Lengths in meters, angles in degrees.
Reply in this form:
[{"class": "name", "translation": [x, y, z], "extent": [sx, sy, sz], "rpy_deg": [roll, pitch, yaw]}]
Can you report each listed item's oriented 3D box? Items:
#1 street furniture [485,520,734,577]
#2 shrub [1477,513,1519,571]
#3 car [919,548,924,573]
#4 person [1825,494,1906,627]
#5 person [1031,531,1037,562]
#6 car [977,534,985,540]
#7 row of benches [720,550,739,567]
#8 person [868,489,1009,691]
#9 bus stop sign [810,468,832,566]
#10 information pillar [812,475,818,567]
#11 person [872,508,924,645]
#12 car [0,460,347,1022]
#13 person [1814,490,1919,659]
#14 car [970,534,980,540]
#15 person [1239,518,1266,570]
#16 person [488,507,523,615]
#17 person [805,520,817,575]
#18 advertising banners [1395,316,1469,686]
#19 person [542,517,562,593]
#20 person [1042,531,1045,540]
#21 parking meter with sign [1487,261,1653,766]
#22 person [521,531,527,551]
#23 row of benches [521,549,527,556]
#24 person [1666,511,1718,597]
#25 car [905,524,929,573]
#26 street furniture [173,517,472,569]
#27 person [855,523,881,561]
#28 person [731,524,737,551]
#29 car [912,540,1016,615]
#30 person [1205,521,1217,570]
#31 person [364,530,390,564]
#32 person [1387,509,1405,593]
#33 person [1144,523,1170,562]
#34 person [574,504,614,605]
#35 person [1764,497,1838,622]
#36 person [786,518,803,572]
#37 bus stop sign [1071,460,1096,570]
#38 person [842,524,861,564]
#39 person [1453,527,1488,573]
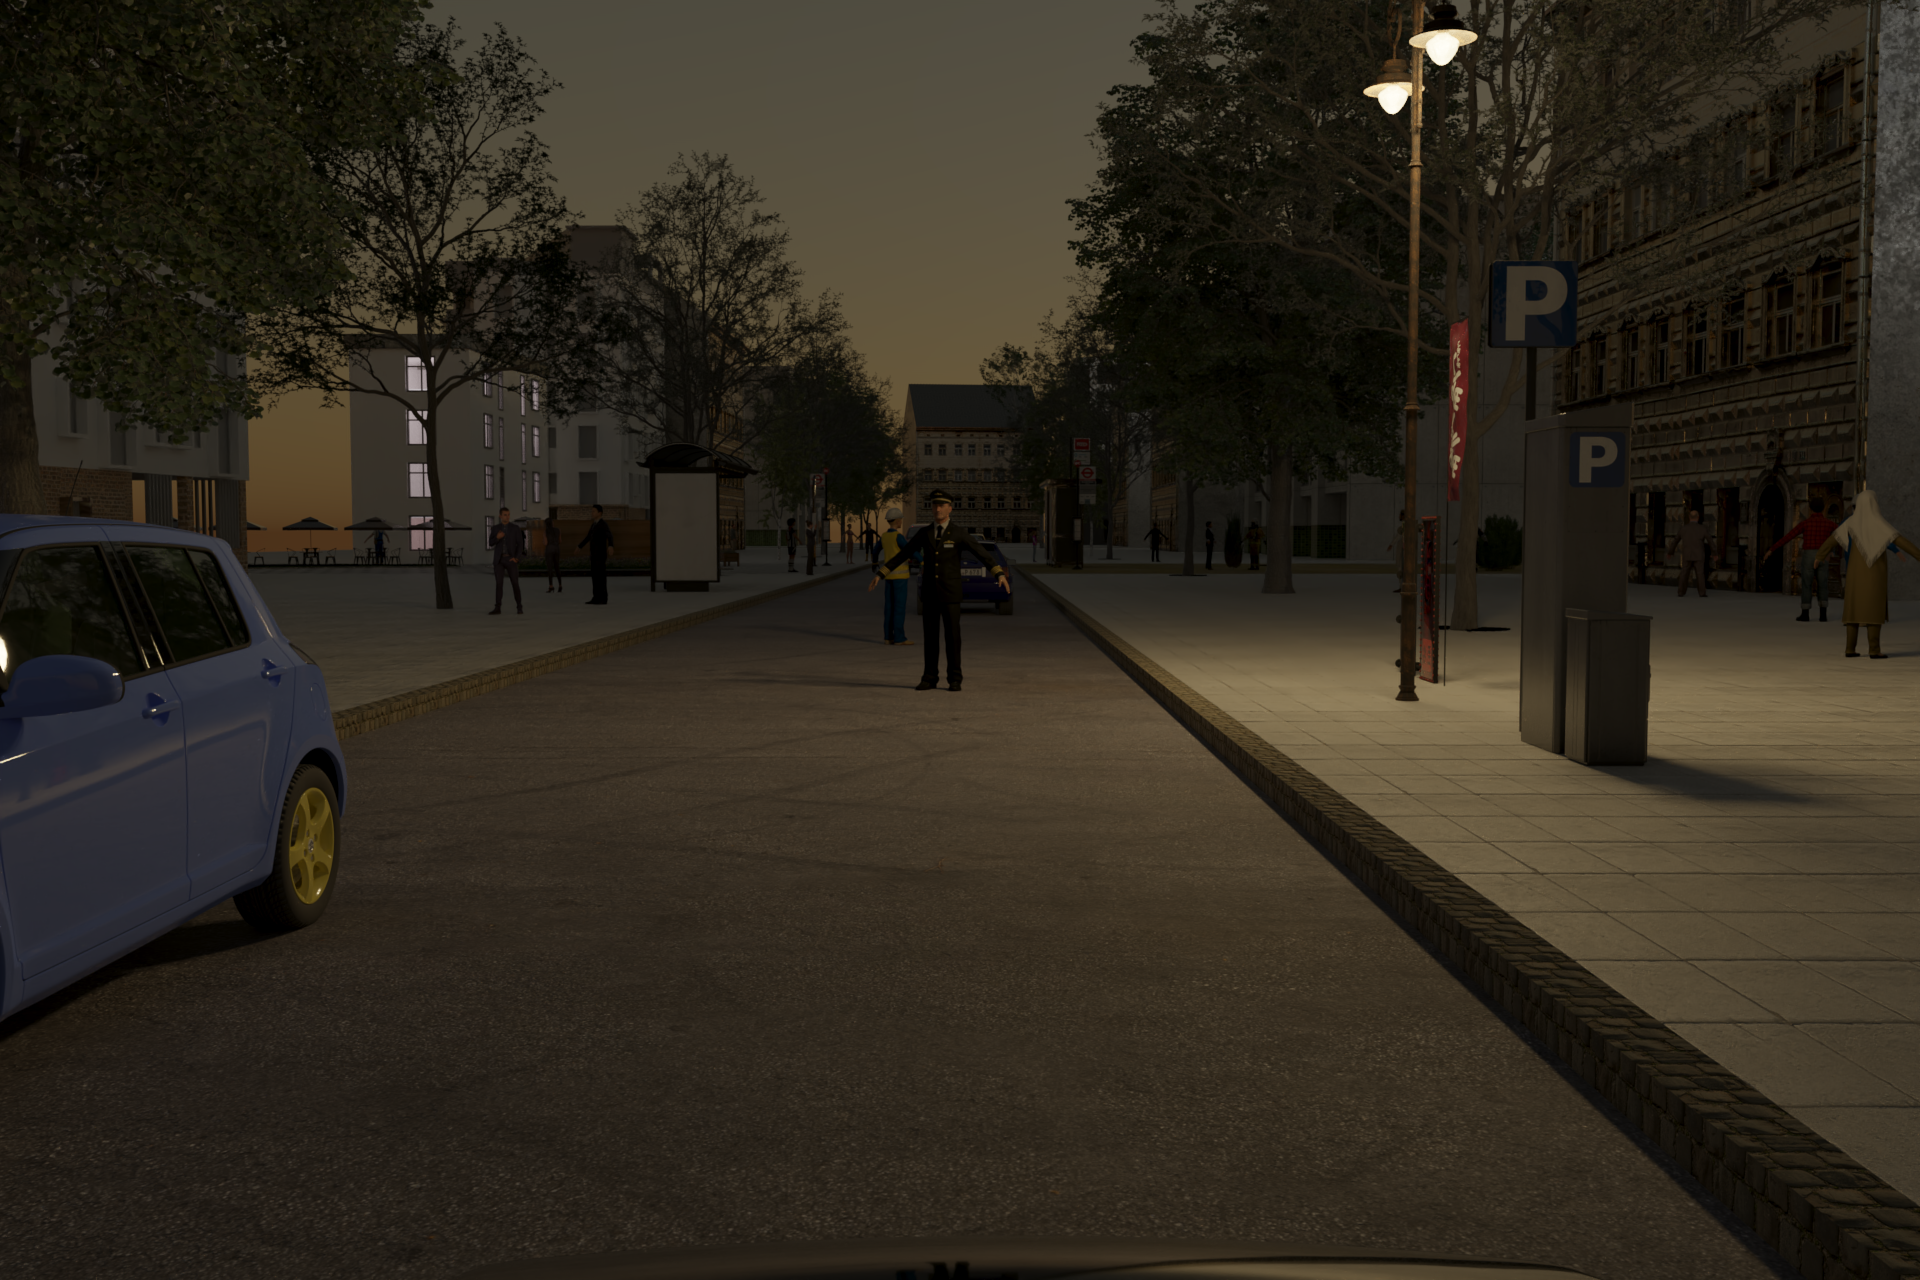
[{"class": "street furniture", "translation": [-12.103, -2.906, 54.367], "extent": [9.812, 1.723, 11.010], "rpy_deg": [-1, 4, -21]}, {"class": "shrub", "translation": [18.524, -3.404, 60.079], "extent": [1.690, 2.028, 1.600], "rpy_deg": [0, 3, 0]}, {"class": "car", "translation": [-0.377, -2.902, 56.241], "extent": [1.959, 1.807, 4.718], "rpy_deg": [0, 4, 1]}, {"class": "person", "translation": [12.478, -1.109, 24.006], "extent": [0.705, 1.842, 1.347], "rpy_deg": [-1, 4, -18]}, {"class": "person", "translation": [3.474, -4.288, 79.372], "extent": [0.599, 1.433, 0.991], "rpy_deg": [0, 4, 4]}, {"class": "car", "translation": [1.099, -7.035, 125.249], "extent": [2.015, 1.641, 3.980], "rpy_deg": [0, 4, 1]}, {"class": "row of benches", "translation": [-9.932, -3.336, 70.014], "extent": [1.422, 0.672, 4.104], "rpy_deg": [-2, 4, -29]}, {"class": "person", "translation": [-0.177, -0.459, 15.889], "extent": [1.347, 1.837, 0.705], "rpy_deg": [1, 4, 17]}, {"class": "bus stop sign", "translation": [-5.599, -4.958, 69.761], "extent": [0.855, 3.939, 0.416], "rpy_deg": [0, 4, 0]}, {"class": "information pillar", "translation": [-5.758, -4.713, 68.406], "extent": [0.183, 3.616, 0.504], "rpy_deg": [0, 4, 2]}, {"class": "person", "translation": [-0.772, -0.827, 22.437], "extent": [0.721, 1.772, 1.216], "rpy_deg": [-3, 5, -40]}, {"class": "car", "translation": [-3.202, 0.278, 5.041], "extent": [1.945, 1.707, 3.694], "rpy_deg": [0, 4, 1]}, {"class": "person", "translation": [9.425, -0.682, 17.932], "extent": [0.721, 1.736, 1.217], "rpy_deg": [-2, 4, -35]}, {"class": "car", "translation": [0.604, -6.382, 116.144], "extent": [2.131, 1.459, 4.920], "rpy_deg": [0, 4, 1]}, {"class": "person", "translation": [10.491, -3.425, 61.763], "extent": [0.705, 1.858, 1.354], "rpy_deg": [-2, 4, -33]}, {"class": "person", "translation": [-7.254, -1.265, 27.643], "extent": [0.541, 1.710, 0.530], "rpy_deg": [1, 4, 9]}, {"class": "person", "translation": [-4.557, -2.876, 53.871], "extent": [0.445, 1.727, 0.742], "rpy_deg": [-3, 5, -42]}, {"class": "advertising banners", "translation": [4.082, -1.151, 15.012], "extent": [0.090, 3.025, 2.074], "rpy_deg": [0, 4, 1]}, {"class": "person", "translation": [-8.943, -1.862, 37.962], "extent": [0.415, 1.643, 0.593], "rpy_deg": [0, 4, 5]}, {"class": "person", "translation": [4.698, -5.240, 91.853], "extent": [0.705, 1.806, 1.347], "rpy_deg": [3, 5, 40]}, {"class": "parking meter with sign", "translation": [3.654, -0.860, 10.325], "extent": [0.543, 3.016, 1.738], "rpy_deg": [0, 4, 0]}, {"class": "person", "translation": [-19.731, -4.397, 78.075], "extent": [0.705, 1.806, 1.347], "rpy_deg": [0, 4, 6]}, {"class": "row of benches", "translation": [-18.297, -3.614, 74.553], "extent": [1.422, 0.672, 4.104], "rpy_deg": [2, 4, 26]}, {"class": "person", "translation": [14.926, -1.755, 35.291], "extent": [0.990, 1.755, 0.434], "rpy_deg": [3, 4, 36]}, {"class": "car", "translation": [-1.116, -3.297, 62.585], "extent": [2.281, 1.827, 5.304], "rpy_deg": [0, 3, 0]}, {"class": "street furniture", "translation": [-32.922, -3.576, 63.490], "extent": [27.439, 1.986, 14.083], "rpy_deg": [0, 4, -1]}, {"class": "person", "translation": [-4.250, -4.597, 81.304], "extent": [1.346, 1.812, 0.704], "rpy_deg": [0, 4, 2]}, {"class": "person", "translation": [-11.311, -4.917, 86.656], "extent": [0.705, 1.796, 1.348], "rpy_deg": [0, 4, -3]}, {"class": "car", "translation": [0.081, -1.184, 31.939], "extent": [1.945, 1.354, 3.894], "rpy_deg": [0, 4, 0]}, {"class": "person", "translation": [8.989, -3.374, 61.879], "extent": [0.721, 1.740, 1.216], "rpy_deg": [1, 4, 20]}, {"class": "person", "translation": [-24.002, -4.013, 71.465], "extent": [0.705, 1.847, 1.347], "rpy_deg": [2, 4, 28]}, {"class": "person", "translation": [9.700, -1.948, 37.933], "extent": [0.704, 1.819, 1.344], "rpy_deg": [2, 4, 35]}, {"class": "person", "translation": [9.015, -4.496, 79.734], "extent": [1.346, 1.802, 0.704], "rpy_deg": [2, 4, 34]}, {"class": "person", "translation": [-6.617, -1.560, 31.557], "extent": [0.704, 1.823, 1.345], "rpy_deg": [-3, 5, -40]}, {"class": "person", "translation": [12.529, -1.179, 25.388], "extent": [1.345, 1.816, 0.704], "rpy_deg": [1, 4, 13]}, {"class": "person", "translation": [-5.617, -3.180, 58.139], "extent": [0.704, 1.843, 1.345], "rpy_deg": [-2, 4, -25]}, {"class": "bus stop sign", "translation": [4.450, -4.507, 62.386], "extent": [0.855, 3.939, 0.416], "rpy_deg": [0, 4, 0]}, {"class": "person", "translation": [-4.708, -4.167, 74.935], "extent": [0.721, 1.733, 1.217], "rpy_deg": [3, 4, 38]}, {"class": "person", "translation": [16.917, -3.148, 57.241], "extent": [0.705, 1.856, 1.354], "rpy_deg": [-3, 4, -36]}]
